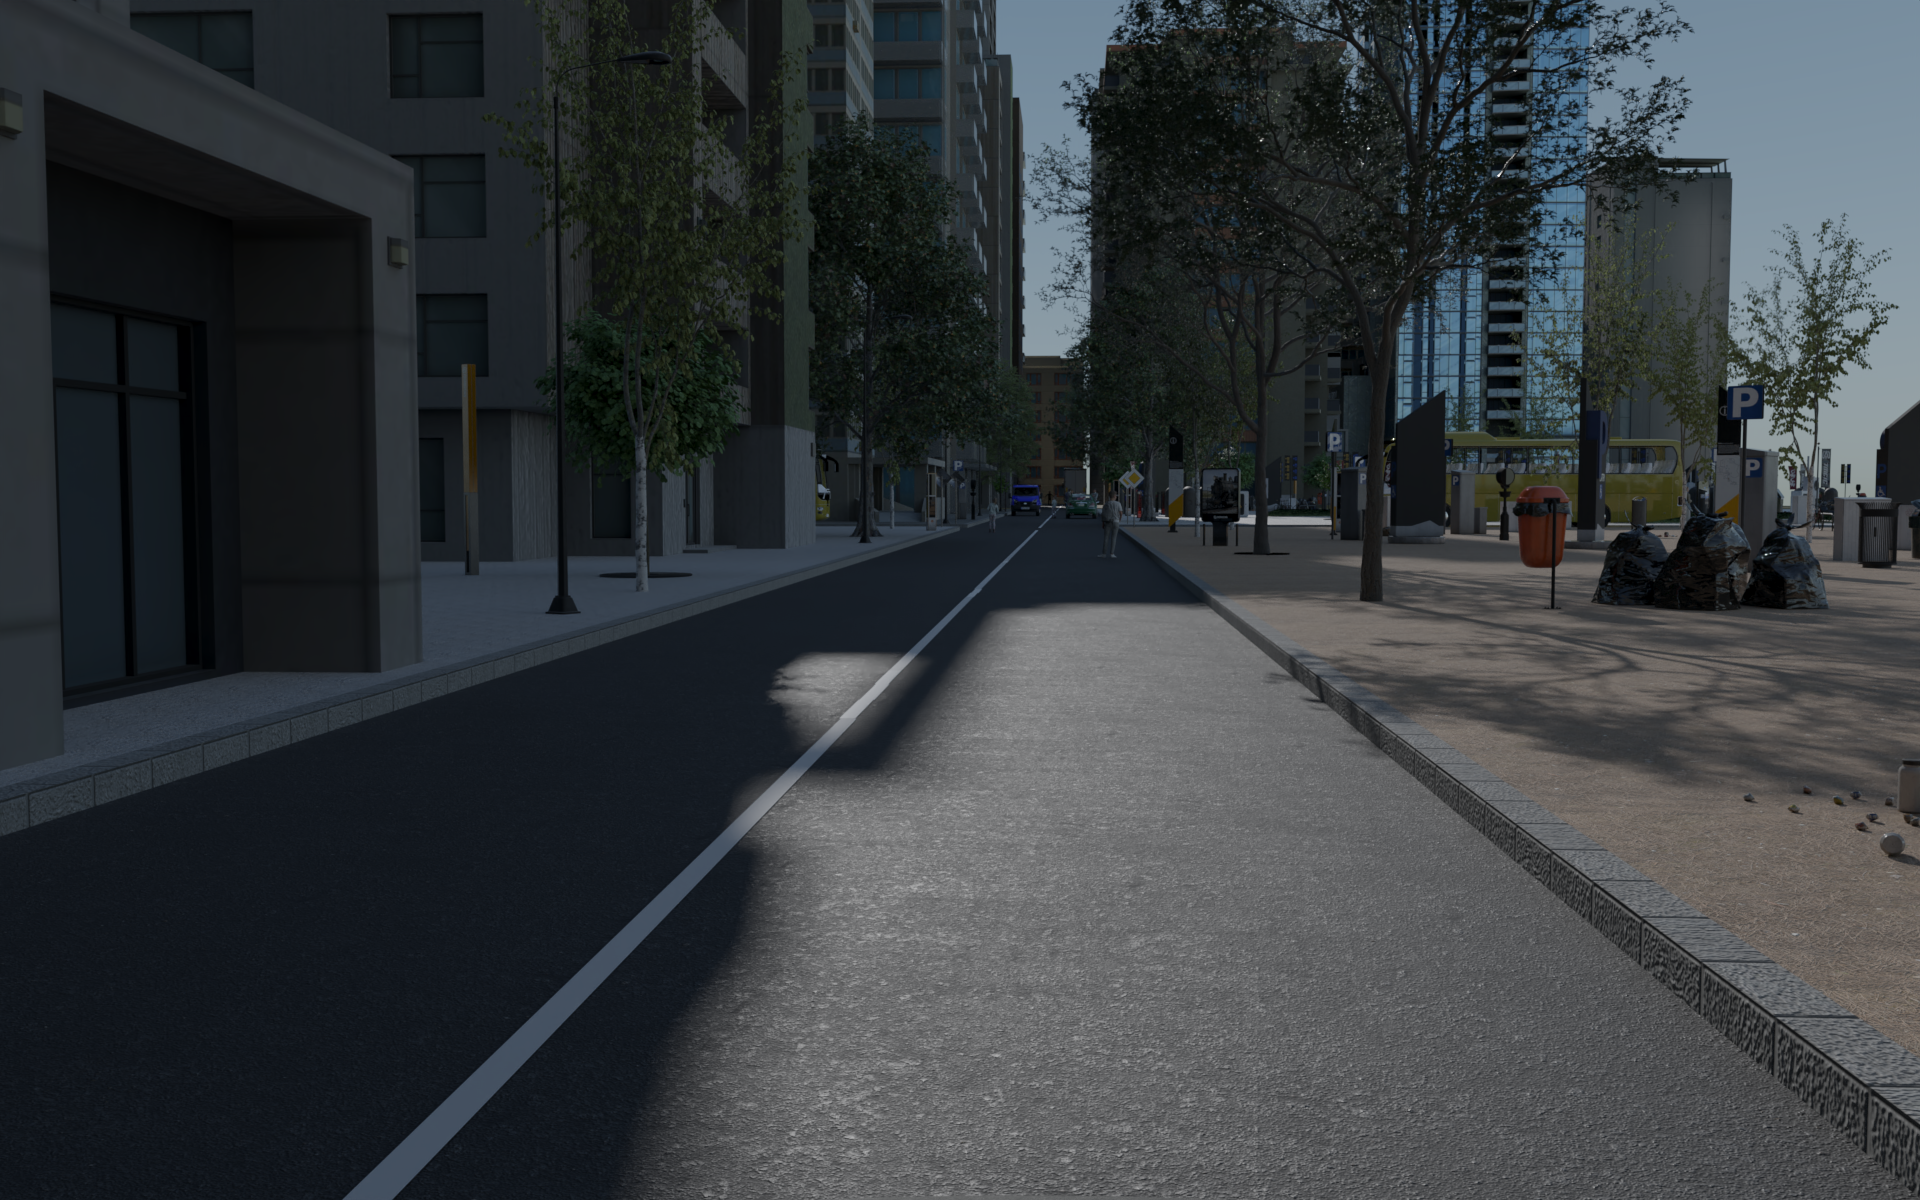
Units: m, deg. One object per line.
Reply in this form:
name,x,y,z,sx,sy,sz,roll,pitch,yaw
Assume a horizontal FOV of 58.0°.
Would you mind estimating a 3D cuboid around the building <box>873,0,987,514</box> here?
building,-9.642,-30.664,120.971,23.786,49.044,30.456,0,4,4

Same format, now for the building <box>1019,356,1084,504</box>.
building,3.138,-24.621,247.590,28.899,21.520,27.650,0,4,4

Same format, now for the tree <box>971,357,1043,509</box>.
tree,3.469,-13.810,143.917,7.486,12.596,7.792,0,3,0

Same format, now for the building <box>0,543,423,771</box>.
building,-14.577,-34.798,7.207,20.563,71.187,20.611,0,4,4

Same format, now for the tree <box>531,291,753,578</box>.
tree,-4.947,-2.650,27.042,4.285,4.588,4.351,0,3,0

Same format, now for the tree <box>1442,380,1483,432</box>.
tree,32.359,-9.925,112.633,4.737,8.622,4.395,0,3,0

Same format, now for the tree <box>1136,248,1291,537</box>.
tree,7.278,-6.172,51.270,4.360,8.622,3.978,0,3,0

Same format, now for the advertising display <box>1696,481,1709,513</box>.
advertising display,35.816,-4.790,83.524,0.974,1.923,0.123,-3,4,-37

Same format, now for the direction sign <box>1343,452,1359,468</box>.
direction sign,20.967,-6.180,93.034,0.876,3.537,0.379,-1,4,-10

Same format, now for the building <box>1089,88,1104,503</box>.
building,32.422,-42.817,242.060,28.212,58.520,21.231,0,4,4

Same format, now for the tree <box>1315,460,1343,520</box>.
tree,18.666,-5.588,85.959,1.663,3.219,1.824,0,3,0

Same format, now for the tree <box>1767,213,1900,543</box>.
tree,22.117,-5.812,45.387,4.737,8.622,4.395,0,3,0

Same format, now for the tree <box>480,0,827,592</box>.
tree,-3.965,-4.421,22.652,4.737,8.622,4.395,0,3,0

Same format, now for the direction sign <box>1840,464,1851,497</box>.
direction sign,66.333,-8.426,129.765,0.379,3.537,0.876,-1,4,-21

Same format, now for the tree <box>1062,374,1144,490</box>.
tree,12.111,-13.028,138.767,9.928,11.665,9.643,0,3,0

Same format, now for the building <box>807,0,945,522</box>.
building,-17.215,-24.136,86.501,32.217,40.220,23.993,0,4,4

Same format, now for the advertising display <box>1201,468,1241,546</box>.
advertising display,6.439,-2.298,42.792,0.974,1.923,0.123,2,4,27

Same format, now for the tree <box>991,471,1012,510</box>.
tree,3.354,-8.807,138.598,1.663,3.219,1.824,0,3,0

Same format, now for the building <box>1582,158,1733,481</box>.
building,84.816,-32.370,212.851,14.086,41.232,14.154,0,4,4

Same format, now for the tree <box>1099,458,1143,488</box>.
tree,10.982,-7.991,114.373,4.285,4.588,4.351,0,3,0

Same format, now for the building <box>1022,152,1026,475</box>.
building,-7.276,-36.325,213.526,30.456,49.044,23.786,0,4,4

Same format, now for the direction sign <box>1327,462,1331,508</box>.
direction sign,26.256,-8.026,123.214,0.379,3.537,0.876,2,4,28

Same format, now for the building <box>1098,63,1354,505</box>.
building,31.060,-37.958,209.858,28.713,52.752,27.495,0,4,4

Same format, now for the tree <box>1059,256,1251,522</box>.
tree,8.791,-10.003,80.550,9.611,12.733,9.660,0,3,0

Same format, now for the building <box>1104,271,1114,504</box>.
building,22.875,-25.600,190.265,14.160,30.474,14.107,0,4,4

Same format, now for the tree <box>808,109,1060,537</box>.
tree,-2.710,-8.251,51.919,9.611,12.733,9.660,0,3,0

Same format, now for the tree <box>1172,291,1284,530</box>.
tree,9.703,-6.824,61.938,4.737,8.622,4.395,0,3,0

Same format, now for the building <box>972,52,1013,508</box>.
building,-2.508,-28.947,156.876,14.154,41.232,14.086,0,4,4

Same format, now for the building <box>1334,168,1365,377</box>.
building,58.329,-37.694,240.003,21.600,48.544,21.300,0,4,4

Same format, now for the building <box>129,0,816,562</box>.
building,-11.230,-16.288,38.008,14.160,30.474,14.107,0,4,4

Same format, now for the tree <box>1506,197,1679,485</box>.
tree,16.144,-5.716,43.822,4.360,8.622,3.978,0,3,0

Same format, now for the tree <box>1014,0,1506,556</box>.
tree,6.233,-7.696,36.193,12.009,13.543,11.850,0,3,0

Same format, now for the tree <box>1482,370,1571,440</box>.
tree,33.444,-9.176,100.389,4.737,8.622,4.395,0,3,0

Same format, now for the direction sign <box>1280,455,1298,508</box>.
direction sign,19.323,-6.677,101.167,0.876,3.537,0.379,-2,4,-23

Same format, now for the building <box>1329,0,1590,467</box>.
building,61.985,-54.864,209.701,31.000,86.520,22.319,0,4,4

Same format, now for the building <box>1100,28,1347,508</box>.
building,24.832,-31.400,168.008,22.147,44.769,28.867,0,4,4

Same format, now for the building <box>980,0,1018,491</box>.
building,-4.579,-44.966,173.449,20.563,71.187,20.611,0,4,4

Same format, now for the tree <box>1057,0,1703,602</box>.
tree,4.717,-5.247,20.196,8.767,10.594,7.601,2,4,35

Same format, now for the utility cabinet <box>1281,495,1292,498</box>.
utility cabinet,24.505,-7.310,130.680,1.020,1.237,0.306,0,4,6

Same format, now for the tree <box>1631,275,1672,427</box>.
tree,24.798,-6.616,58.531,4.737,8.622,4.395,0,3,0

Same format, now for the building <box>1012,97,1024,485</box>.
building,-0.128,-33.174,192.499,14.600,45.320,14.200,0,4,4

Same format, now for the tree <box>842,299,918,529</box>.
tree,-2.735,-6.947,63.940,4.737,8.622,4.395,0,3,0

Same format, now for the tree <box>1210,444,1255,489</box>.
tree,17.830,-7.871,112.406,4.285,4.588,4.351,0,3,0

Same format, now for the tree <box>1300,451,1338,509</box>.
tree,26.799,-8.783,127.315,4.285,4.588,4.351,0,3,0
